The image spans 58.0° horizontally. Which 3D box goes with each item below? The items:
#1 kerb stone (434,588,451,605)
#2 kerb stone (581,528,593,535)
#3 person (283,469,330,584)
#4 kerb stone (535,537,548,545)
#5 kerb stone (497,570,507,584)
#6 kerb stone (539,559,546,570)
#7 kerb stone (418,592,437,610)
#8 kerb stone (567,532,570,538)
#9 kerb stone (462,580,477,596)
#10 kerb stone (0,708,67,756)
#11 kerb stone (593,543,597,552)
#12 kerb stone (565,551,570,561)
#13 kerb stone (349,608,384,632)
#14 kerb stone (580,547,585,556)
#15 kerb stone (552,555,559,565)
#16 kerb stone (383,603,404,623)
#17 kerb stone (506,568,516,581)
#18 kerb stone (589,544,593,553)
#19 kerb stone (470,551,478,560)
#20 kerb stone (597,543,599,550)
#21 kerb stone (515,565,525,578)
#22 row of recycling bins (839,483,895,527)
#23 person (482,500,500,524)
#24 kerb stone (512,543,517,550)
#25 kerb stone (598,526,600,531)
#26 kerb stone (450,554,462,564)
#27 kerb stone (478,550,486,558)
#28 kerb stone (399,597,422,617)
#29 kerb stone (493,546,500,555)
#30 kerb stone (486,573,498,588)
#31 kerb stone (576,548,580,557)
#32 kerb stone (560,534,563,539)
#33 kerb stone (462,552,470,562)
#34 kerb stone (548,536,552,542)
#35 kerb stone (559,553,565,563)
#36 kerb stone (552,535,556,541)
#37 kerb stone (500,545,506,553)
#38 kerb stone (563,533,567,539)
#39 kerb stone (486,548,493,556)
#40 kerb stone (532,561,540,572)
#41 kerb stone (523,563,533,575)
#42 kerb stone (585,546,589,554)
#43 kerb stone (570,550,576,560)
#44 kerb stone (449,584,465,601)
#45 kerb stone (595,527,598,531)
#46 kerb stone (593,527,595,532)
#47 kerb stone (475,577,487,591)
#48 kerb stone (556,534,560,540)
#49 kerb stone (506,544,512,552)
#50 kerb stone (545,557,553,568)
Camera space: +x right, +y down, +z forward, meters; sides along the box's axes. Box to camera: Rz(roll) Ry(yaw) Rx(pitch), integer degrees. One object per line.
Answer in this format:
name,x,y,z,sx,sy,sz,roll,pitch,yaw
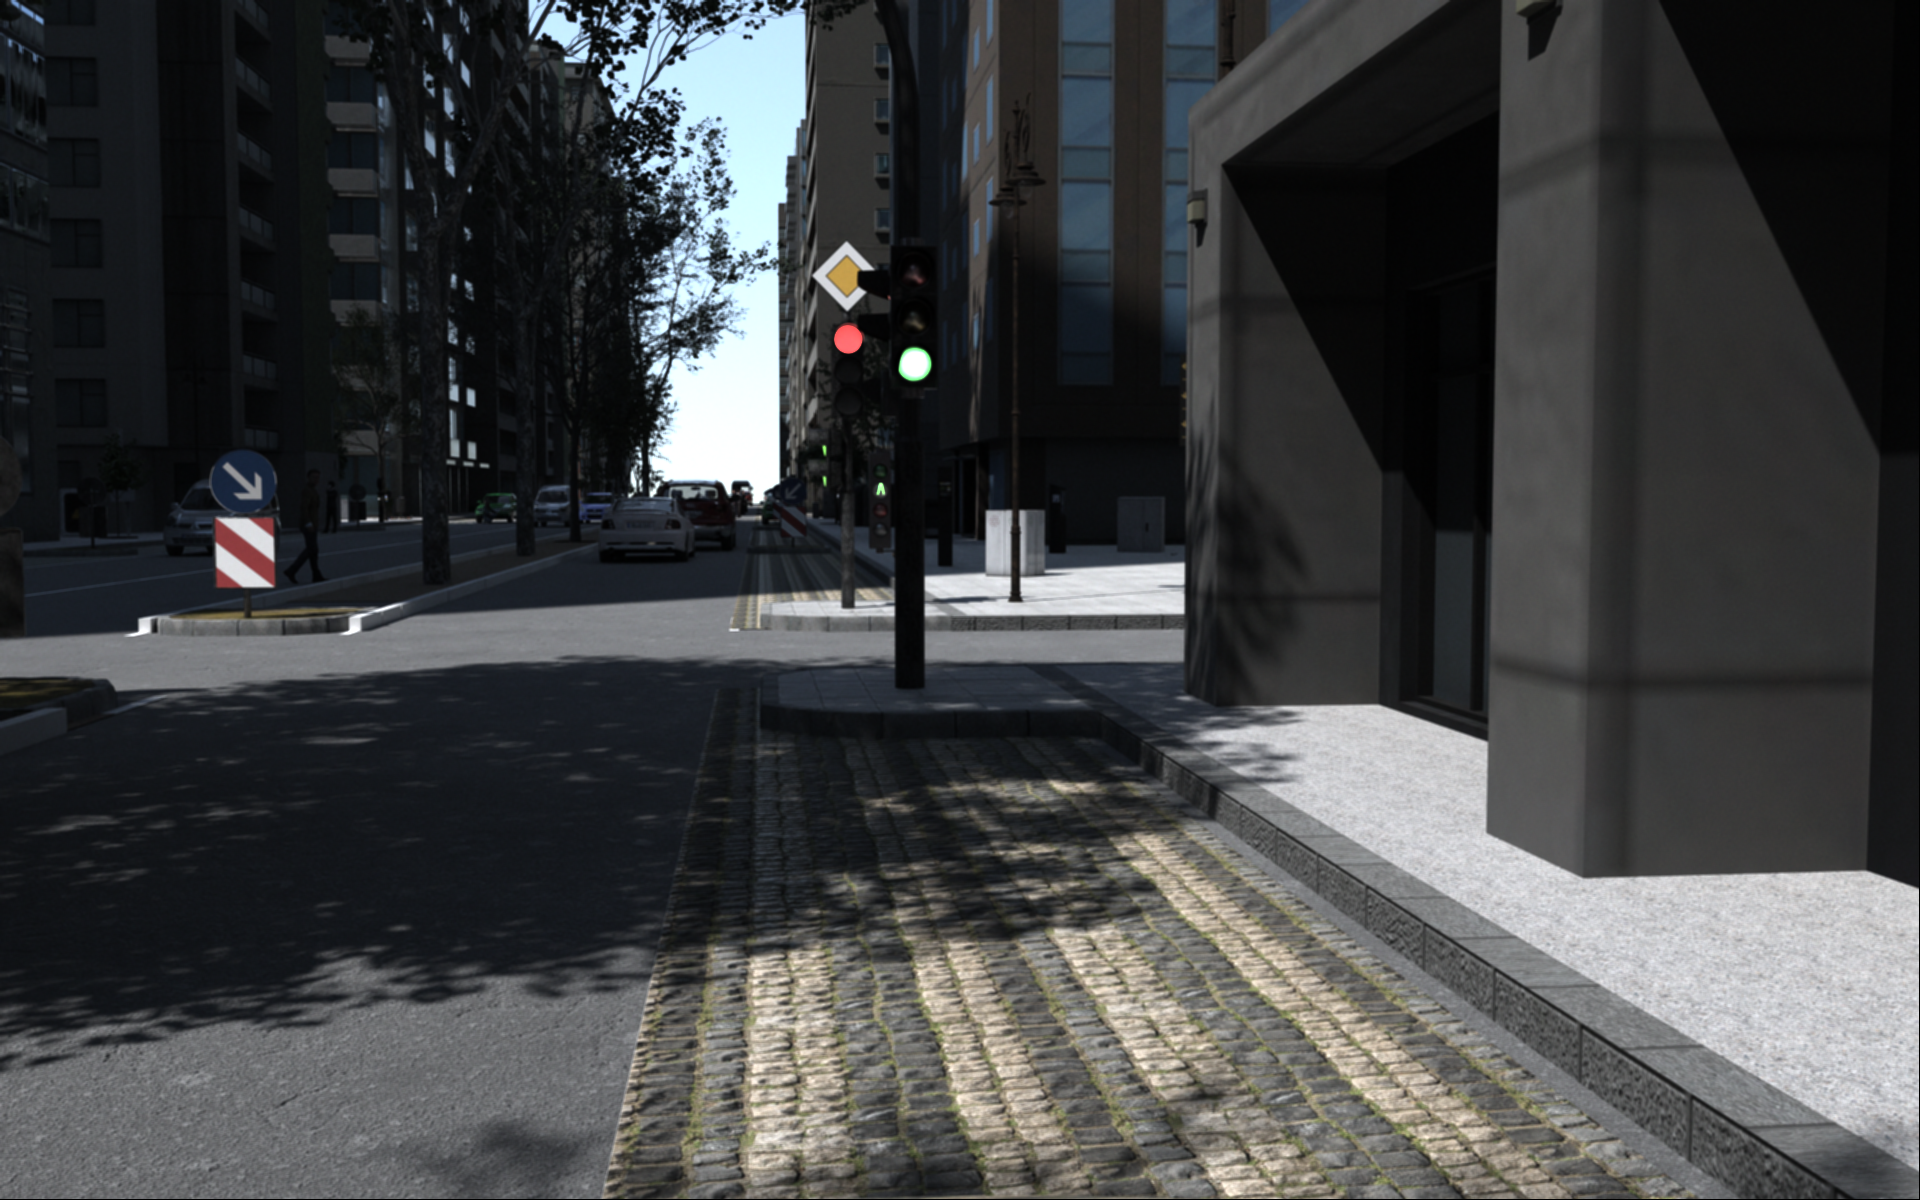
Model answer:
kerb stone,-6.835,-0.026,22.613,0.120,0.150,1.000,0,4,-7
kerb stone,-13.602,-2.505,63.157,0.120,0.150,1.000,0,4,-7
person,-10.490,-1.191,27.876,0.656,1.842,0.836,3,5,40
kerb stone,-12.085,-1.694,49.927,0.120,0.150,1.000,0,4,-7
kerb stone,-7.415,-0.336,27.704,0.120,0.150,1.000,0,4,-7
kerb stone,-8.009,-0.649,32.815,0.120,0.150,1.000,0,4,-7
kerb stone,-6.710,0.037,21.595,0.120,0.150,1.000,0,4,-7
kerb stone,-12.789,-2.064,56.026,0.120,0.150,1.000,0,4,-7
kerb stone,-7.062,-0.150,24.652,0.120,0.150,1.000,0,4,-7
kerb stone,-5.363,0.753,9.892,0.120,0.150,1.000,0,4,-7
kerb stone,-9.175,-1.273,43.004,0.120,0.150,1.000,0,4,-7
kerb stone,-8.472,-0.899,36.892,0.120,0.150,1.000,0,4,-7
kerb stone,-6.361,0.224,18.541,0.120,0.150,1.000,0,4,-7
kerb stone,-8.826,-1.084,39.942,0.120,0.150,1.000,0,4,-7
kerb stone,-8.236,-0.775,34.859,0.120,0.150,1.000,0,4,-7
kerb stone,-6.476,0.166,19.557,0.120,0.150,1.000,0,4,-7
kerb stone,-7.533,-0.400,28.729,0.120,0.150,1.000,0,4,-7
kerb stone,-9.063,-1.211,41.987,0.120,0.150,1.000,0,4,-7
kerb stone,-10.676,-0.946,37.662,0.120,0.150,1.000,0,4,-7
kerb stone,-9.291,-1.335,44.021,0.120,0.150,1.000,0,4,-7
kerb stone,-7.652,-0.460,29.747,0.120,0.150,1.000,0,4,-7
row of recycling bins,-3.574,-3.746,68.360,1.069,1.692,3.534,-3,5,-40
person,-22.649,-4.259,83.630,0.738,1.151,1.012,2,4,24
kerb stone,-11.378,-1.321,43.796,0.120,0.150,1.000,0,4,-7
kerb stone,-13.964,-2.692,66.209,0.120,0.150,1.000,0,4,-7
kerb stone,-10.440,-0.822,35.630,0.120,0.150,1.000,0,4,-7
kerb stone,-10.791,-1.008,38.678,0.120,0.150,1.000,0,4,-7
kerb stone,-6.586,0.099,20.573,0.120,0.150,1.000,0,4,-7
kerb stone,-11.020,-1.126,40.718,0.120,0.150,1.000,0,4,-7
kerb stone,-7.291,-0.275,26.685,0.120,0.150,1.000,0,4,-7
kerb stone,-8.712,-1.023,38.927,0.120,0.150,1.000,0,4,-7
kerb stone,-12.559,-1.943,53.994,0.120,0.150,1.000,0,4,-7
kerb stone,-10.560,-0.877,36.648,0.120,0.150,1.000,0,4,-7
kerb stone,-12.201,-1.750,50.947,0.120,0.150,1.000,0,4,-7
kerb stone,-8.354,-0.837,35.875,0.120,0.150,1.000,0,4,-7
kerb stone,-12.314,-1.821,51.962,0.120,0.150,1.000,0,4,-7
kerb stone,-11.141,-1.195,41.739,0.120,0.150,1.000,0,4,-7
kerb stone,-12.672,-2.007,55.010,0.120,0.150,1.000,0,4,-7
kerb stone,-10.908,-1.062,39.702,0.120,0.150,1.000,0,4,-7
kerb stone,-7.885,-0.587,31.800,0.120,0.150,1.000,0,4,-7
kerb stone,-7.768,-0.525,30.779,0.120,0.150,1.000,0,4,-7
kerb stone,-8.938,-1.148,40.973,0.120,0.150,1.000,0,4,-7
kerb stone,-8.585,-0.961,37.909,0.120,0.150,1.000,0,4,-7
kerb stone,-6.942,-0.088,23.632,0.120,0.150,1.000,0,4,-7
kerb stone,-13.848,-2.630,65.193,0.120,0.150,1.000,0,4,-7
kerb stone,-13.728,-2.568,64.179,0.120,0.150,1.000,0,4,-7
kerb stone,-7.183,-0.212,25.668,0.120,0.150,1.000,0,4,-7
kerb stone,-12.430,-1.883,52.980,0.120,0.150,1.000,0,4,-7
kerb stone,-11.268,-1.258,42.769,0.120,0.150,1.000,0,4,-7
kerb stone,-8.118,-0.712,33.844,0.120,0.150,1.000,0,4,-7
